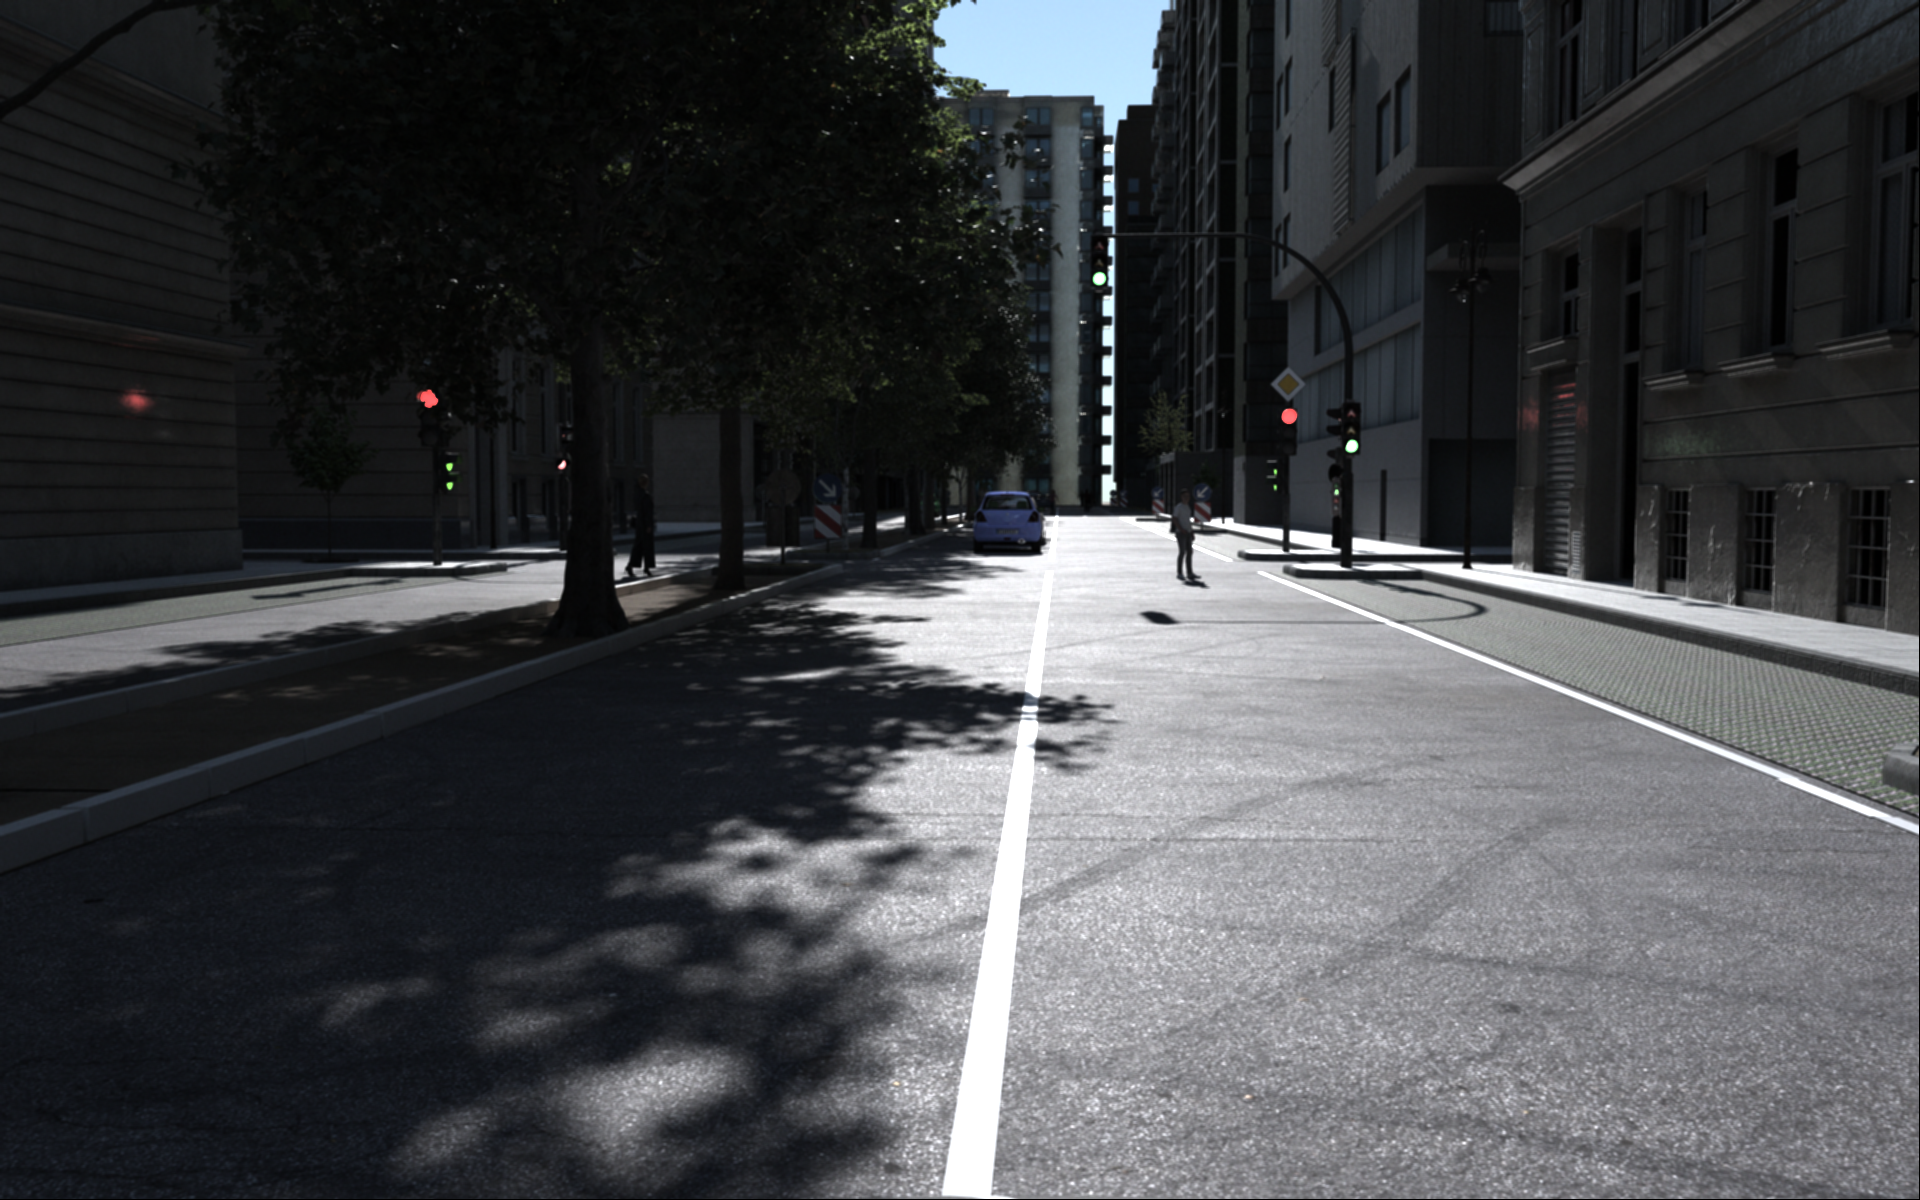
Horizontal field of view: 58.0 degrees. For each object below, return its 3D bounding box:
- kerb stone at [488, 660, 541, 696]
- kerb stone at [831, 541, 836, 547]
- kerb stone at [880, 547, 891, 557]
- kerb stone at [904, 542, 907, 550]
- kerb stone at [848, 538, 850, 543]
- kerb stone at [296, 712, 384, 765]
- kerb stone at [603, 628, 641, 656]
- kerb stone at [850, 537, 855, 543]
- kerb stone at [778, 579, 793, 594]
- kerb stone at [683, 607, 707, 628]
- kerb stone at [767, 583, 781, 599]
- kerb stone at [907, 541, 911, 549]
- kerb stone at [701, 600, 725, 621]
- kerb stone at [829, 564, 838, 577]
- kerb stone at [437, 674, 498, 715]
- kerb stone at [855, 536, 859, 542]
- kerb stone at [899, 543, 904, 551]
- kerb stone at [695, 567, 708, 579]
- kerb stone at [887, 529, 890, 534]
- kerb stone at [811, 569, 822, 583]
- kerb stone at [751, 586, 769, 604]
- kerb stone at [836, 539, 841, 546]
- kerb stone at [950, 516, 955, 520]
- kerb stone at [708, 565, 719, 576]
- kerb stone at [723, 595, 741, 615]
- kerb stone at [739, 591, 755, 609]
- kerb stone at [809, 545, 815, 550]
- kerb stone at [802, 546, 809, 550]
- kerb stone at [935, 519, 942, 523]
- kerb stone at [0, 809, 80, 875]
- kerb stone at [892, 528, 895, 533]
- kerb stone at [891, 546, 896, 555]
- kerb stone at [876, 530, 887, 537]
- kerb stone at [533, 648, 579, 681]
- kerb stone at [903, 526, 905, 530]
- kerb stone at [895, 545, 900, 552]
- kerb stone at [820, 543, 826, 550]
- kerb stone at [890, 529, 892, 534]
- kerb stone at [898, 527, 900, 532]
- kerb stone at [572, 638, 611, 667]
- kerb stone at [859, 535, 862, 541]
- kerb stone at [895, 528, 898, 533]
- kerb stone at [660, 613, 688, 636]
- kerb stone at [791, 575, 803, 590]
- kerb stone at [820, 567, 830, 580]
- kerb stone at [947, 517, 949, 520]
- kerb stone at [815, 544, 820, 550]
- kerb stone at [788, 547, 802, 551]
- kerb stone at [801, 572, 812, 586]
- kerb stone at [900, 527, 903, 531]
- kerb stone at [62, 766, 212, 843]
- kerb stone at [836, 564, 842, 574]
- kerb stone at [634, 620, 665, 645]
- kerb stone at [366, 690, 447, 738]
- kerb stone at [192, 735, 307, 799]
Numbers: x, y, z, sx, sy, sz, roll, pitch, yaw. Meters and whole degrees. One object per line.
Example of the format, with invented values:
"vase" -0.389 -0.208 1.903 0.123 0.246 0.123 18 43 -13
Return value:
"kerb stone" -3.306 0.582 12.733 0.120 0.150 1.000 0 4 3
"kerb stone" -3.485 -1.464 46.126 0.120 0.150 1.000 0 4 3
"kerb stone" -1.748 -1.080 39.852 0.120 0.150 1.000 0 4 3
"kerb stone" -1.504 -1.330 43.948 0.120 0.150 1.000 0 4 3
"kerb stone" -3.310 -1.650 49.188 0.120 0.150 1.000 0 4 3
"kerb stone" -3.481 0.774 9.651 0.120 0.150 1.000 0 4 3
"kerb stone" -3.119 0.394 15.805 0.120 0.150 1.000 0 4 3
"kerb stone" -3.250 -1.713 50.209 0.120 0.150 1.000 0 4 3
"kerb stone" -2.590 -0.173 25.030 0.120 0.150 1.000 0 4 3
"kerb stone" -2.950 0.207 18.883 0.120 0.150 1.000 0 4 3
"kerb stone" -2.656 -0.105 23.999 0.120 0.150 1.000 0 4 3
"kerb stone" -1.450 -1.393 44.969 0.120 0.150 1.000 0 4 3
"kerb stone" -2.891 0.140 19.903 0.120 0.150 1.000 0 4 3
"kerb stone" -2.297 -0.486 30.144 0.120 0.150 1.000 0 4 3
"kerb stone" -3.359 0.643 11.702 0.120 0.150 1.000 0 4 3
"kerb stone" -3.186 -1.775 51.237 0.120 0.150 1.000 0 4 3
"kerb stone" -1.566 -1.268 42.928 0.120 0.150 1.000 0 4 3
"kerb stone" -4.457 -0.427 29.183 0.120 0.150 1.000 0 4 3
"kerb stone" -2.655 -2.336 60.442 0.120 0.150 1.000 0 4 3
"kerb stone" -2.416 -0.361 28.099 0.120 0.150 1.000 0 4 3
"kerb stone" -2.717 -0.048 22.973 0.120 0.150 1.000 0 4 3
"kerb stone" -3.430 -1.524 47.147 0.120 0.150 1.000 0 4 3
"kerb stone" -0.534 -4.590 97.306 0.120 0.150 1.000 0 4 3
"kerb stone" -4.399 -0.490 30.203 0.120 0.150 1.000 0 4 3
"kerb stone" -2.828 0.079 20.931 0.120 0.150 1.000 0 4 3
"kerb stone" -2.773 0.017 21.951 0.120 0.150 1.000 0 4 3
"kerb stone" -3.719 -1.213 42.023 0.120 0.150 1.000 0 4 3
"kerb stone" -3.778 -1.147 40.998 0.120 0.150 1.000 0 4 3
"kerb stone" -1.068 -4.031 88.104 0.120 0.150 1.000 0 4 3
"kerb stone" -3.665 0.959 6.572 0.120 0.150 1.000 0 4 3
"kerb stone" -2.545 -2.464 62.487 0.120 0.150 1.000 0 4 3
"kerb stone" -1.682 -1.143 40.886 0.120 0.150 1.000 0 4 3
"kerb stone" -2.713 -2.277 59.421 0.120 0.150 1.000 0 4 3
"kerb stone" -3.247 0.522 13.753 0.120 0.150 1.000 0 4 3
"kerb stone" -2.308 -2.711 66.582 0.120 0.150 1.000 0 4 3
"kerb stone" -1.626 -1.203 41.907 0.120 0.150 1.000 0 4 3
"kerb stone" -3.602 -1.338 44.073 0.120 0.150 1.000 0 4 3
"kerb stone" -2.600 -2.399 61.463 0.120 0.150 1.000 0 4 3
"kerb stone" -2.420 -2.590 64.534 0.120 0.150 1.000 0 4 3
"kerb stone" -3.186 0.460 14.779 0.120 0.150 1.000 0 4 3
"kerb stone" -3.126 -1.839 52.258 0.120 0.150 1.000 0 4 3
"kerb stone" -2.488 -2.521 63.510 0.120 0.150 1.000 0 4 3
"kerb stone" -3.003 0.265 17.857 0.120 0.150 1.000 0 4 3
"kerb stone" -2.533 -0.234 26.050 0.120 0.150 1.000 0 4 3
"kerb stone" -2.359 -0.423 29.119 0.120 0.150 1.000 0 4 3
"kerb stone" -0.824 -4.280 92.194 0.120 0.150 1.000 0 4 3
"kerb stone" -3.660 -1.273 43.048 0.120 0.150 1.000 0 4 3
"kerb stone" -3.838 -1.087 39.974 0.120 0.150 1.000 0 4 3
"kerb stone" -2.480 -0.298 27.071 0.120 0.150 1.000 0 4 3
"kerb stone" -2.363 -2.652 65.555 0.120 0.150 1.000 0 4 3
"kerb stone" -3.603 0.894 7.607 0.120 0.150 1.000 0 4 3
"kerb stone" -2.238 -0.547 31.169 0.120 0.150 1.000 0 4 3
"kerb stone" -3.066 0.328 16.831 0.120 0.150 1.000 0 4 3
"kerb stone" -3.418 0.704 10.682 0.120 0.150 1.000 0 4 3
"kerb stone" -3.542 0.830 8.627 0.120 0.150 1.000 0 4 3
